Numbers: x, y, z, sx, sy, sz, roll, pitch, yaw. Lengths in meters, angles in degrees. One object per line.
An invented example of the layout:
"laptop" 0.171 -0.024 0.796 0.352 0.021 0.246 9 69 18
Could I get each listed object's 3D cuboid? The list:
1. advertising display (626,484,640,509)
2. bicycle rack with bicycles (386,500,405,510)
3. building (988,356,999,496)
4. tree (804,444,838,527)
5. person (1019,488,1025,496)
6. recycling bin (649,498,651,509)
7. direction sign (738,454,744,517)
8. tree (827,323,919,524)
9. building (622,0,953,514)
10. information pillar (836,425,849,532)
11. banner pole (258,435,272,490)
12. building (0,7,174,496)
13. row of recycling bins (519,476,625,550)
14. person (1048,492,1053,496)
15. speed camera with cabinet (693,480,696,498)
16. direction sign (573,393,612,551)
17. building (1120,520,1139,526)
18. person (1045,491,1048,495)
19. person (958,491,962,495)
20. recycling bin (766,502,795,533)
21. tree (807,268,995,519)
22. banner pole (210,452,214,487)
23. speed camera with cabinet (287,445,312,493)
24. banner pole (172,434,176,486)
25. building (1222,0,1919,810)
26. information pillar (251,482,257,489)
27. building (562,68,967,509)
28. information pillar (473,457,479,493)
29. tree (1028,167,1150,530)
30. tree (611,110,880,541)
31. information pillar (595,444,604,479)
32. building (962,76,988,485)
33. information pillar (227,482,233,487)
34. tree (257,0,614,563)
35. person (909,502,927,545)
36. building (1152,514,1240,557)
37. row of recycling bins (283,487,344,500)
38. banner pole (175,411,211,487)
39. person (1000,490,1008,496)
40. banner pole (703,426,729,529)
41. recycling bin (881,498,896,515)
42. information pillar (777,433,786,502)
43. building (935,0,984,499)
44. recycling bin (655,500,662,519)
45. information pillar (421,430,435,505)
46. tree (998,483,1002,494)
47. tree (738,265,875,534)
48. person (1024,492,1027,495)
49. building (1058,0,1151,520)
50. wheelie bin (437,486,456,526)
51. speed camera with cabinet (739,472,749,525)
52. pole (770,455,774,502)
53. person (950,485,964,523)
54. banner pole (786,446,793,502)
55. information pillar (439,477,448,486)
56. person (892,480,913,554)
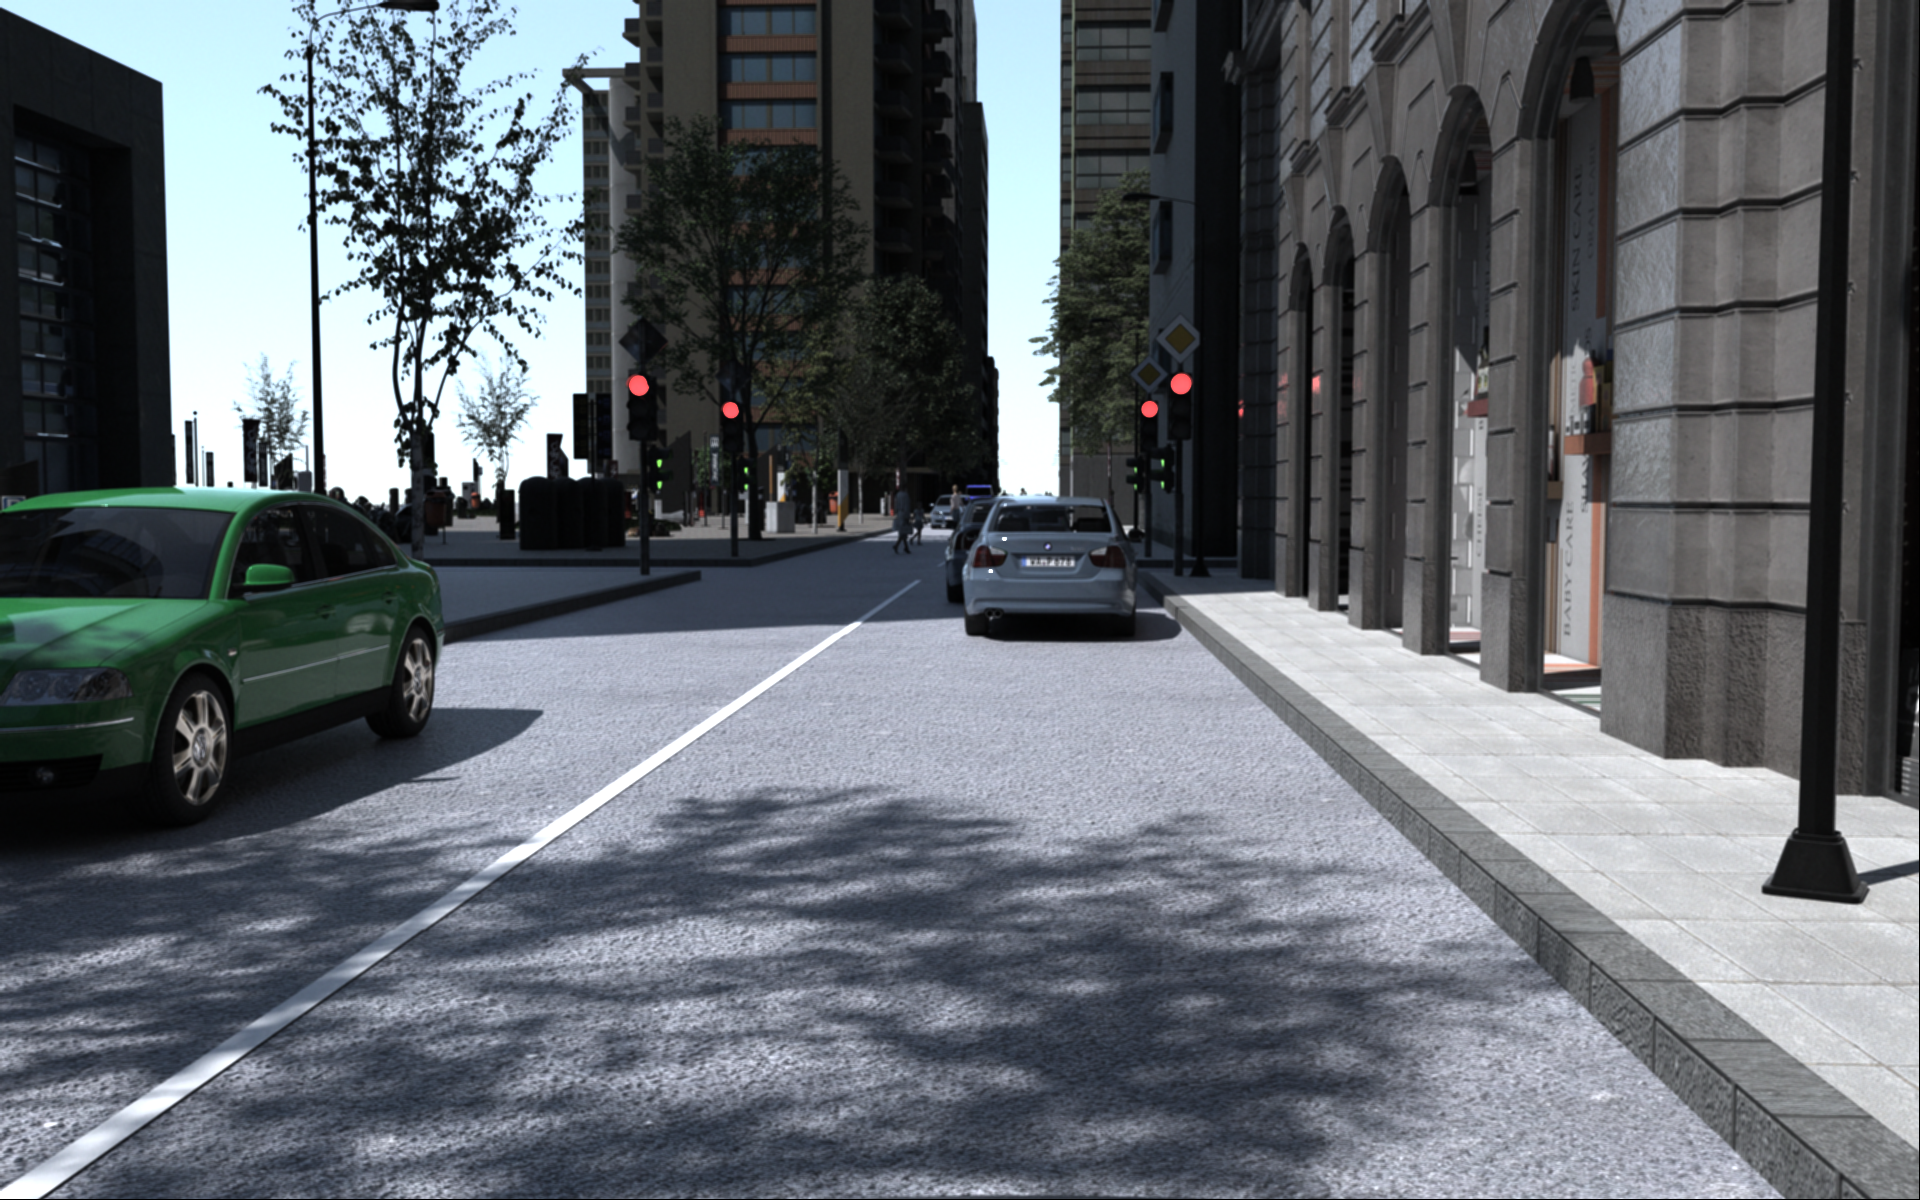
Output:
"advertising display" -20.769 -6.419 110.158 0.974 1.923 0.123 2 4 24
"bicycle rack with bicycles" -32.052 -5.449 102.473 2.925 0.926 2.852 1 4 16
"building" -8.973 -23.685 232.295 27.650 21.520 28.899 0 4 3
"tree" -5.227 -4.429 67.021 1.663 3.219 1.824 0 3 0
"person" 3.671 -5.778 103.236 0.850 1.792 0.678 1 4 10
"recycling bin" -18.891 -5.559 103.451 0.722 1.027 0.722 0 4 -1
"direction sign" -12.286 -6.426 97.070 0.379 3.537 0.876 -2 4 -23
"tree" -4.140 -7.595 74.545 4.360 8.622 3.978 0 3 0
"building" -11.924 -28.763 124.906 22.147 44.769 28.867 0 4 3
"information pillar" -4.009 -4.156 59.301 0.183 3.616 0.504 2 4 35
"banner pole" -29.361 -5.096 73.333 0.401 3.779 0.863 2 4 30
"building" -28.490 -42.927 14.528 31.000 86.520 22.319 0 4 3
"row of recycling bins" -9.130 -2.082 41.161 1.069 1.692 3.534 2 4 24
"person" 12.090 -13.613 231.601 0.617 1.759 0.750 1 4 16
"speed camera with cabinet" -17.612 -7.135 110.991 2.038 3.252 0.660 0 4 -8
"direction sign" -8.261 -2.873 38.976 0.876 3.537 0.379 0 4 5
"building" 11.905 -23.974 75.566 14.154 41.232 14.086 0 4 3
"person" 12.615 -14.985 253.139 1.348 1.869 0.705 -3 4 -36
"person" -0.017 -6.043 109.105 0.330 1.601 0.589 0 4 7
"recycling bin" -5.882 -2.707 56.807 0.722 1.027 0.722 -2 4 -35
"tree" -2.995 -10.462 88.067 9.611 12.733 9.660 0 3 0
"banner pole" -39.141 -6.121 90.089 0.401 3.779 0.863 2 4 31
"speed camera with cabinet" -26.743 -4.631 70.055 0.660 3.252 2.038 -2 4 -33
"banner pole" -28.925 -4.494 63.488 0.401 3.779 0.863 0 4 3
"building" 9.606 -10.561 14.480 13.314 21.916 24.055 0 4 3
"information pillar" -27.370 -4.634 67.124 0.183 3.616 0.504 -2 4 -35
"building" -15.715 -28.120 151.640 32.217 40.220 23.993 0 4 3
"information pillar" -30.926 -7.297 110.660 0.183 3.616 0.504 1 4 21
"tree" 6.124 -8.739 61.005 7.486 12.596 7.792 0 3 0
"tree" -5.834 -7.462 47.766 9.928 11.665 9.643 0 3 0
"information pillar" -14.203 -4.705 68.281 0.183 3.616 0.504 2 4 24
"building" -7.652 -35.593 205.648 21.300 48.544 21.600 0 4 3
"information pillar" -43.103 -5.983 102.321 0.304 2.012 0.304 -2 4 -29
"tree" -6.727 -4.381 21.997 4.360 8.622 3.978 0 3 0
"person" -1.165 -2.160 48.824 0.505 1.210 0.382 -3 5 -44
"building" 15.721 -25.700 43.896 21.600 48.544 21.300 0 4 3
"row of recycling bins" -37.021 -5.629 99.150 3.534 1.692 1.069 0 4 -1
"banner pole" -23.019 -3.789 51.967 0.401 3.779 0.863 0 4 4
"person" 4.079 -9.181 158.595 1.348 1.826 0.705 1 4 20
"banner pole" -8.900 -4.510 63.754 0.863 3.779 0.401 2 4 35
"recycling bin" -4.506 -5.885 108.779 0.722 1.027 0.722 2 4 26
"information pillar" -6.841 -4.590 66.401 0.183 3.616 0.504 -3 5 -41
"building" -5.675 -49.976 255.357 20.563 71.187 20.611 0 4 3
"recycling bin" -12.950 -3.873 75.870 0.722 1.027 0.722 0 4 -1
"information pillar" -17.143 -3.938 55.747 0.183 3.616 0.504 3 5 43
"tree" 5.731 -16.797 269.232 1.663 3.219 1.824 0 3 0
"tree" -4.872 -6.409 55.143 4.737 8.622 4.395 0 3 0
"person" 8.371 -12.767 217.963 0.721 1.743 1.217 2 4 24
"building" 12.918 -25.612 102.353 14.154 41.232 14.086 0 4 3
"wheelie bin" -20.409 -3.709 68.544 0.980 1.594 0.693 -3 5 -42
"speed camera with cabinet" -8.726 -4.771 72.344 0.660 3.252 2.038 0 4 8
"pole" -9.936 -5.970 91.447 0.158 3.312 0.155 0 3 0
"person" 0.012 -3.013 58.437 0.598 1.740 0.731 1 4 18
"banner pole" -8.858 -6.044 88.830 0.863 3.779 0.401 1 4 14
"information pillar" -22.217 -4.282 74.504 0.304 2.012 0.304 -2 4 -32
"person" -1.406 -2.006 41.658 0.624 1.780 0.694 -1 4 -23
